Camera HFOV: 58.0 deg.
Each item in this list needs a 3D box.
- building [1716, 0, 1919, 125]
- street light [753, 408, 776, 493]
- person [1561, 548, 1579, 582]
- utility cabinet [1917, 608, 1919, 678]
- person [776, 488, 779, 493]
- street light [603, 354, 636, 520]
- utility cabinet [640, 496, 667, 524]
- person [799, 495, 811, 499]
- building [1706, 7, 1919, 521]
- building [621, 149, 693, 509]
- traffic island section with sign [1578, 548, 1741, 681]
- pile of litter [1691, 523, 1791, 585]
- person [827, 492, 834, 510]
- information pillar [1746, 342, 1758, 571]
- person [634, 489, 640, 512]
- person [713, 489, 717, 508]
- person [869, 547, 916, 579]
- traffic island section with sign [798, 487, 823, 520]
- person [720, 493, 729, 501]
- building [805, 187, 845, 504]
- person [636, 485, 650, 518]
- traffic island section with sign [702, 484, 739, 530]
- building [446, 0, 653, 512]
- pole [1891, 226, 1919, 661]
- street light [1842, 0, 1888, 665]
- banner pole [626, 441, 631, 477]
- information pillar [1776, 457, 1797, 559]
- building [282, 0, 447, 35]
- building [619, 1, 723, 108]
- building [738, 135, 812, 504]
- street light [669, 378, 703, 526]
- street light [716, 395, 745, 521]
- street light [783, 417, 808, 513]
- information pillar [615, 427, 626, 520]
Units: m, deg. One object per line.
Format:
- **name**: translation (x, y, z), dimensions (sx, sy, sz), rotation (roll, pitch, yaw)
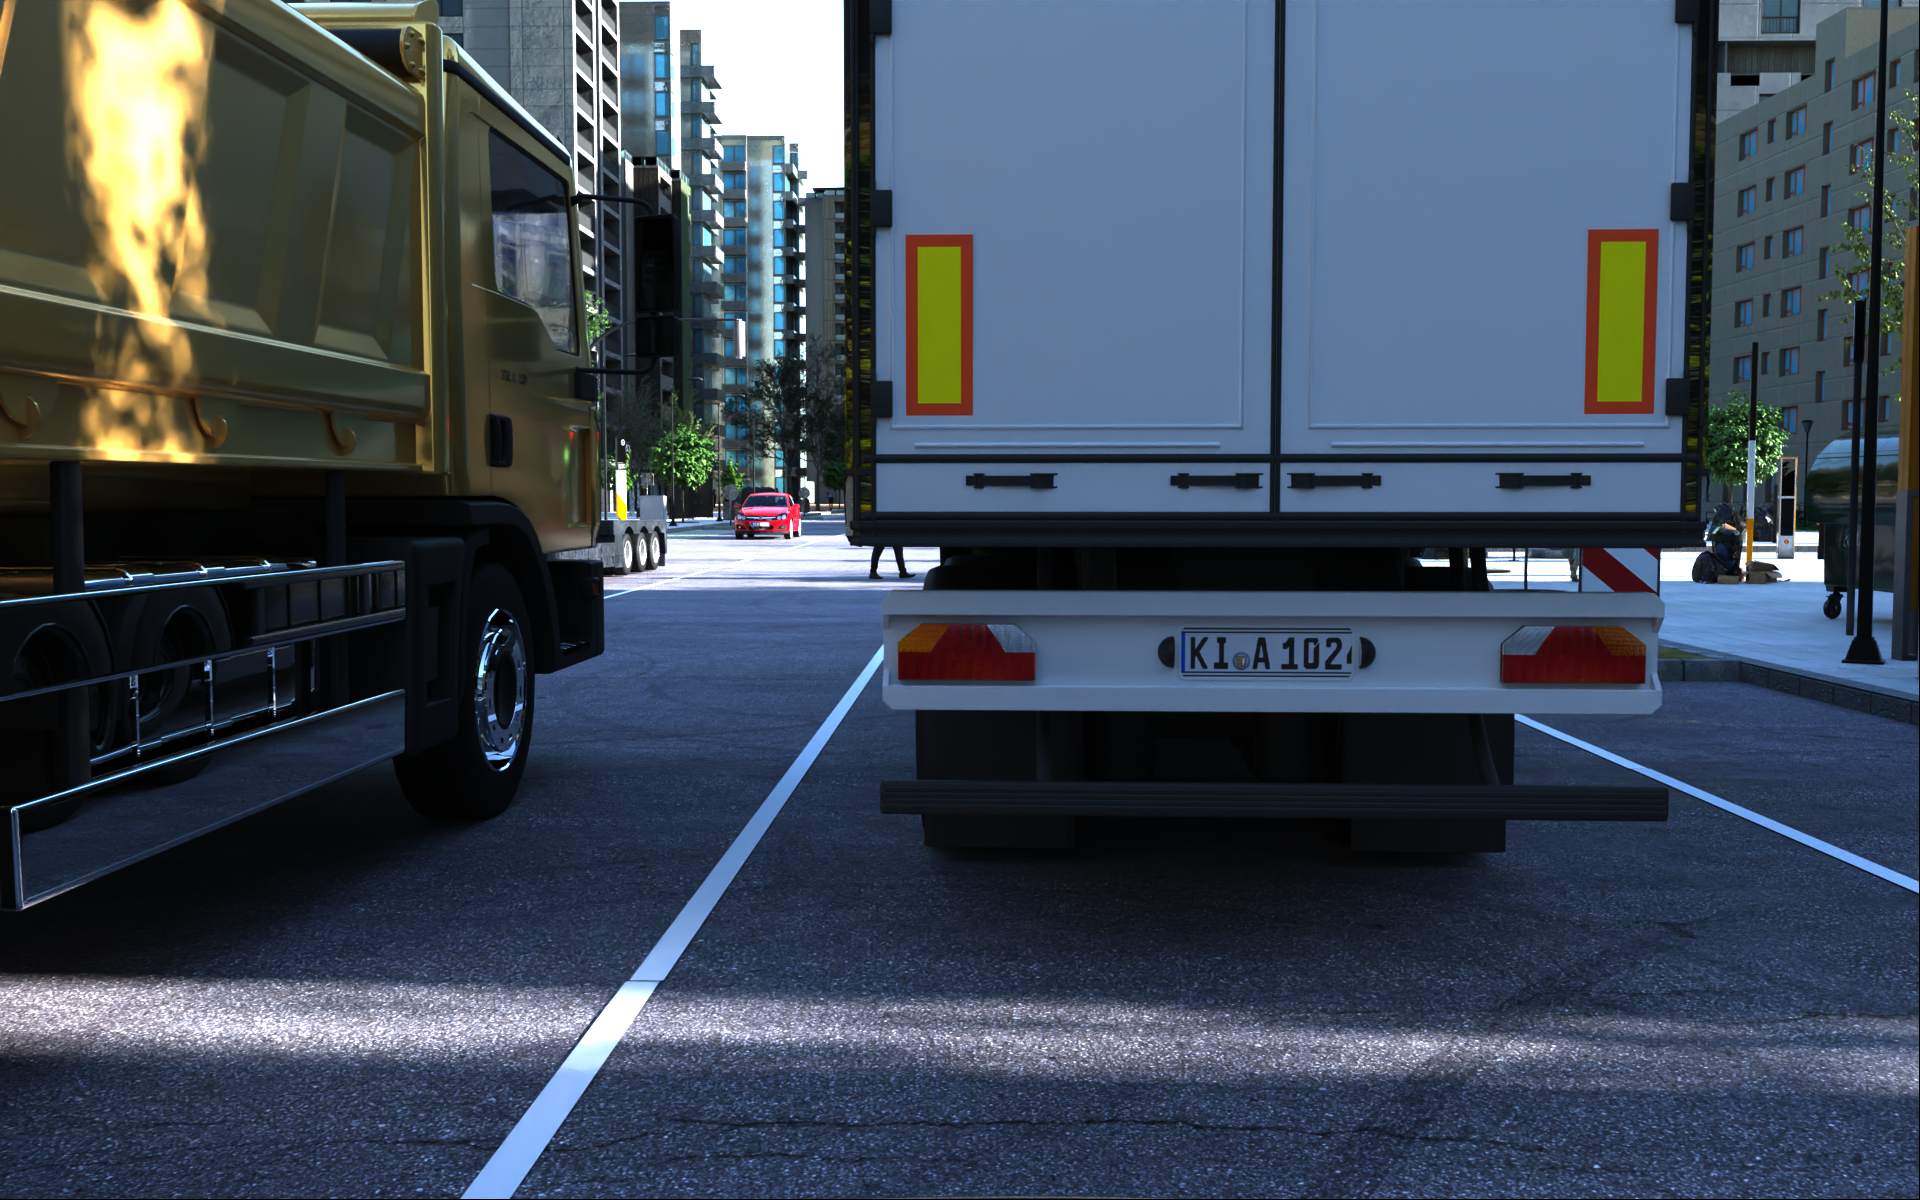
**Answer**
- **building**: translation (38.453, -31.248, 100.137), dimensions (28.713, 52.752, 27.495), rotation (0, 4, 1)
- **street light**: translation (-10.550, -7.375, 93.125), dimensions (1.470, 5.913, 1.316), rotation (0, 4, 1)
- **person**: translation (8.955, -1.154, 25.136), dimensions (0.478, 1.798, 0.641), rotation (2, 4, 35)
- **utility cabinet**: translation (7.163, -0.184, 11.693), dimensions (1.173, 1.500, 0.318), rotation (2, 4, 27)
- **person**: translation (-16.024, -8.879, 151.227), dimensions (0.705, 1.822, 1.348), rotation (-2, 4, -24)
- **street light**: translation (-11.228, -5.190, 57.394), dimensions (1.470, 5.913, 1.316), rotation (0, 4, 1)
- **utility cabinet**: translation (-12.085, -3.491, 68.235), dimensions (1.020, 1.237, 0.306), rotation (1, 4, 13)
- **person**: translation (-12.712, -8.303, 142.501), dimensions (1.217, 1.736, 0.721), rotation (2, 4, 30)
- **building**: translation (49.535, -13.761, 70.039), dimensions (28.899, 21.520, 27.650), rotation (0, 4, 1)
- **building**: translation (-31.115, -23.019, 148.063), dimensions (14.160, 30.474, 14.107), rotation (0, 4, 1)
- **traffic island section with sign**: translation (5.019, -0.342, 14.222), dimensions (1.989, 1.847, 2.006), rotation (0, 4, 1)
- **pile of litter**: translation (11.390, -0.685, 25.169), dimensions (1.719, 0.858, 1.176), rotation (-1, 4, -16)
- **person**: translation (-10.175, -7.710, 135.333), dimensions (0.421, 1.427, 0.697), rotation (-3, 5, -44)
- **information pillar**: translation (12.304, -2.175, 26.923), dimensions (0.183, 3.616, 0.504), rotation (1, 4, 22)
- **person**: translation (-23.354, -7.231, 125.099), dimensions (0.721, 1.723, 1.217), rotation (0, 4, 6)
- **person**: translation (-22.788, -9.457, 161.350), dimensions (0.721, 1.739, 1.217), rotation (-2, 4, -23)
- **person**: translation (-1.163, -1.241, 29.190), dimensions (0.834, 1.777, 0.661), rotation (2, 4, 28)
- **traffic island section with sign**: translation (-8.667, -5.381, 96.602), dimensions (1.989, 1.847, 2.006), rotation (0, 4, 1)
- **person**: translation (-18.775, -8.156, 139.530), dimensions (1.348, 1.807, 0.705), rotation (1, 4, 17)
- **building**: translation (-12.644, -33.037, 223.746), dimensions (14.086, 41.232, 14.154), rotation (0, 4, 1)
- **person**: translation (-16.624, -5.196, 91.208), dimensions (0.699, 1.804, 1.509), rotation (-1, 4, -17)
- **traffic island section with sign**: translation (-9.233, -3.732, 69.653), dimensions (1.989, 1.847, 2.006), rotation (0, 4, 1)
- **building**: translation (-34.434, -42.282, 129.560), dimensions (20.563, 71.187, 20.611), rotation (0, 4, 1)
- **pole**: translation (7.326, -1.190, 13.300), dimensions (0.158, 3.312, 0.155), rotation (0, 3, 0)
- **street light**: translation (6.342, -2.476, 13.030), dimensions (1.470, 5.913, 1.316), rotation (0, 4, 1)
- **banner pole**: translation (-14.082, -5.054, 72.655), dimensions (0.863, 3.779, 0.401), rotation (2, 4, 34)
- **information pillar**: translation (16.413, -1.829, 34.393), dimensions (0.304, 2.012, 0.304), rotation (1, 4, 18)
- **building**: translation (-64.728, -44.889, 172.185), dimensions (20.611, 71.187, 20.563), rotation (0, 4, 1)
- **building**: translation (-39.124, -33.683, 170.330), dimensions (30.456, 49.044, 23.786), rotation (0, 4, 1)
- **building**: translation (-34.794, -37.298, 229.433), dimensions (30.456, 49.044, 23.786), rotation (0, 4, 1)
- **street light**: translation (-10.966, -5.916, 69.260), dimensions (1.470, 5.913, 1.316), rotation (0, 4, 1)
- **street light**: translation (-10.738, -6.635, 81.018), dimensions (1.470, 5.913, 1.316), rotation (0, 4, 1)
- **street light**: translation (-10.146, -8.104, 105.034), dimensions (1.470, 5.913, 1.316), rotation (0, 4, 1)
- **information pillar**: translation (-11.727, -4.194, 59.934), dimensions (0.183, 3.616, 0.504), rotation (2, 4, 26)
